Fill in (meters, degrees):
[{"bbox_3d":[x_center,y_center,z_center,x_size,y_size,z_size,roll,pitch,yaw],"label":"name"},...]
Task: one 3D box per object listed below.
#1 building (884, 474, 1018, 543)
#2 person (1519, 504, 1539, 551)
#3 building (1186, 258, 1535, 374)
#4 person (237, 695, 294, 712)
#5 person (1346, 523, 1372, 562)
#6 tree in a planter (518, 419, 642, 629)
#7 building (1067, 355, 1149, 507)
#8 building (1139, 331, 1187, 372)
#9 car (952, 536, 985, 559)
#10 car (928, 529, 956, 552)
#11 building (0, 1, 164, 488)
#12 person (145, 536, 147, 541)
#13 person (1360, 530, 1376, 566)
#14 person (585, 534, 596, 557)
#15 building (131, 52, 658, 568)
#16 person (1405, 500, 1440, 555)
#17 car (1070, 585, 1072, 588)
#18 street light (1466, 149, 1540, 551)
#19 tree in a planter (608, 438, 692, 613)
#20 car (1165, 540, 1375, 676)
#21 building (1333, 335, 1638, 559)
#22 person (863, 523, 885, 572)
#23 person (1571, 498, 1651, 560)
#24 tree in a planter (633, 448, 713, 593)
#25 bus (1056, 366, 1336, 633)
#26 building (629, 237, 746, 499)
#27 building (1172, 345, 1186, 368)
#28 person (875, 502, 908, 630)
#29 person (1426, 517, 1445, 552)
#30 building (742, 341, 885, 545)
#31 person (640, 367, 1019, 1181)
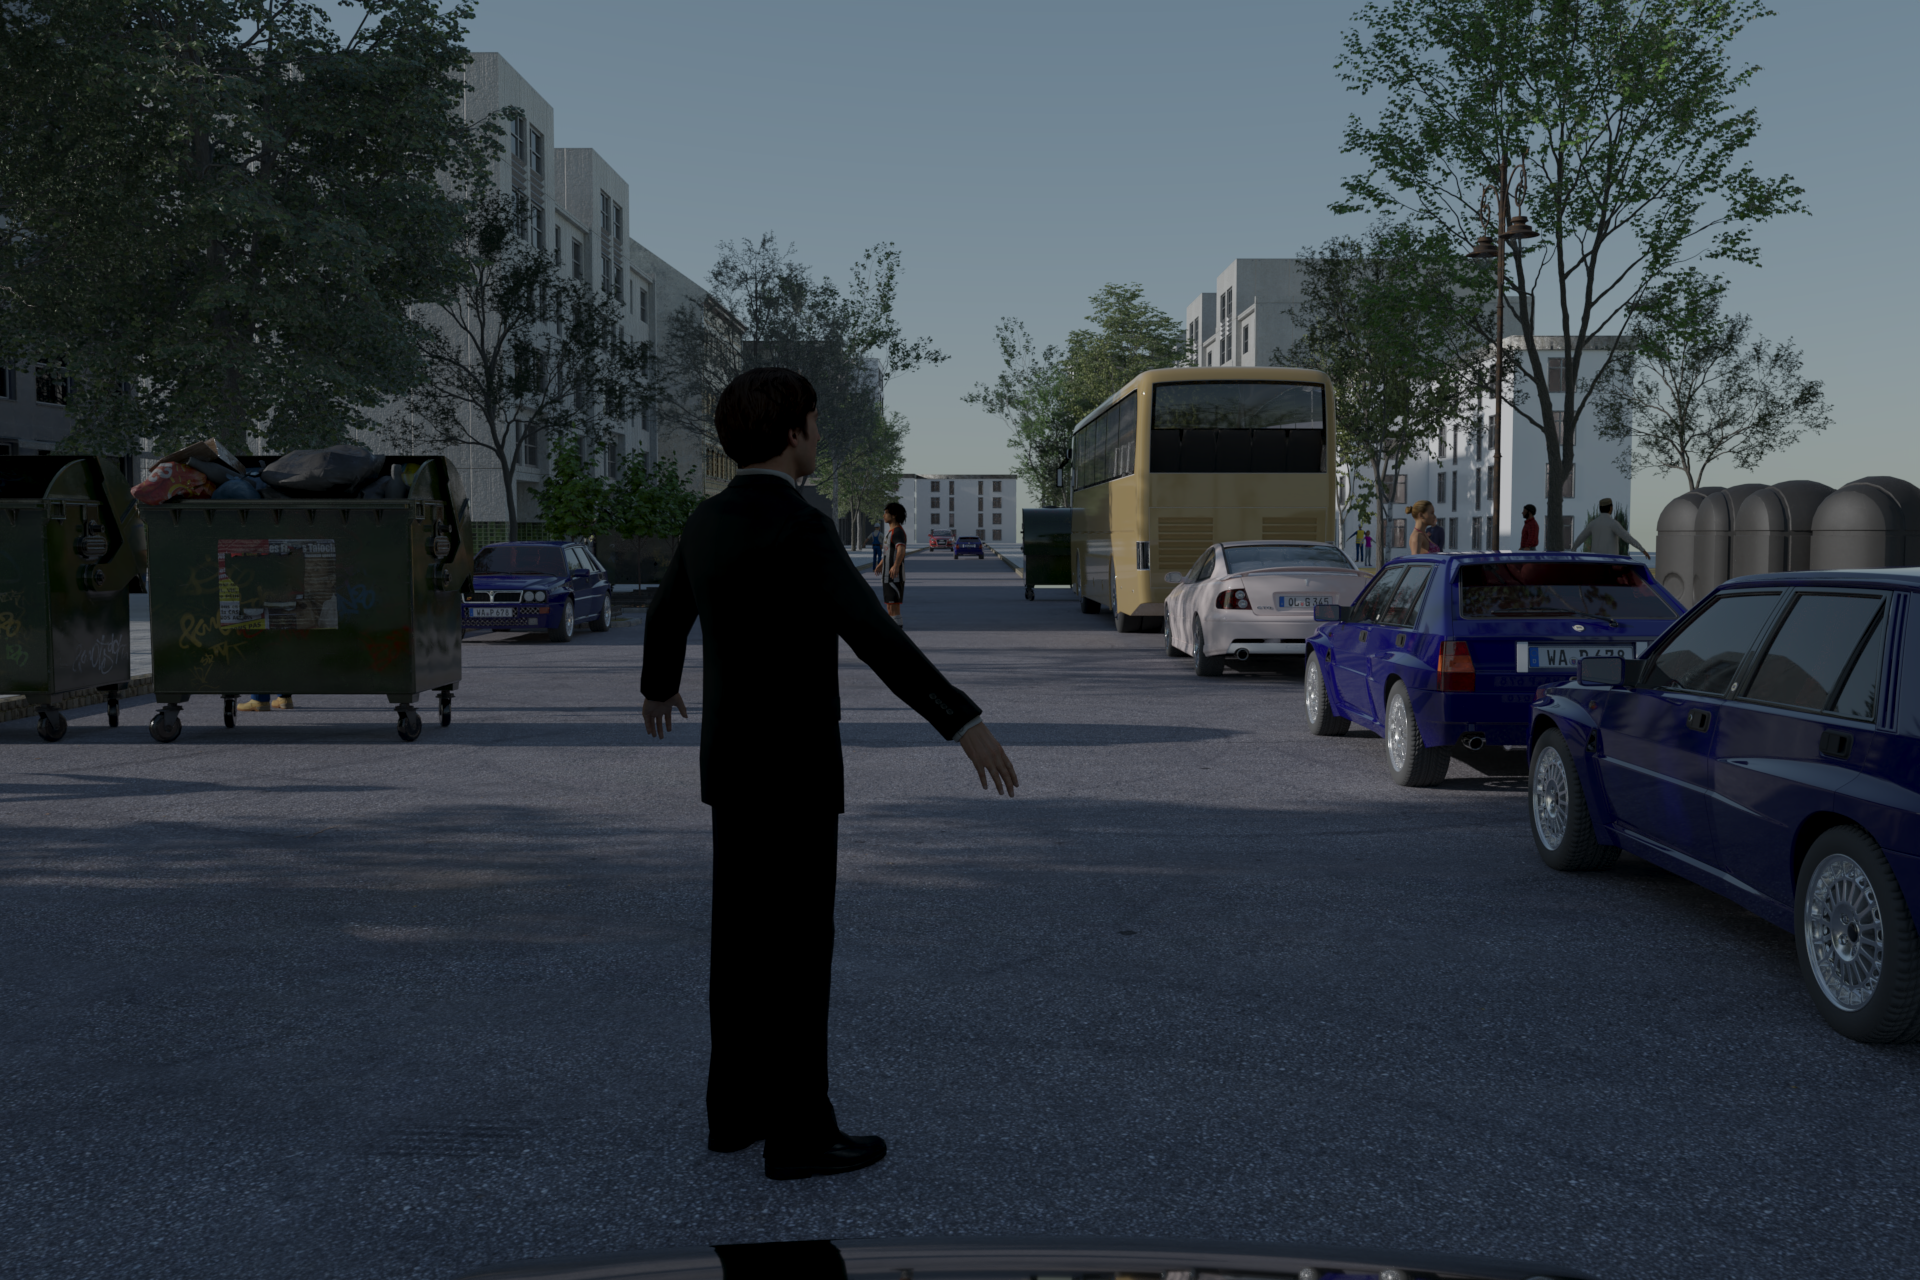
[{"bbox_3d":[-6.085,-18.087,240.329,28.070,9.664,9.099,0,4,2],"label":"building"},{"bbox_3d":[10.110,-1.515,30.874,0.704,1.816,1.345,1,4,14],"label":"person"},{"bbox_3d":[26.060,-15.495,119.809,16.747,18.905,31.486,0,3,0],"label":"building"},{"bbox_3d":[-5.651,-0.354,14.106,0.705,1.847,1.347,2,4,29],"label":"person"},{"bbox_3d":[18.372,-4.478,79.679,1.216,1.772,0.721,0,4,-6],"label":"person"},{"bbox_3d":[-6.081,-1.829,27.128,1.991,3.239,1.994,0,4,0],"label":"tree in a planter"},{"bbox_3d":[27.004,-22.653,214.354,27.936,21.610,32.646,0,4,0],"label":"building"},{"bbox_3d":[24.520,-21.851,188.196,19.493,23.208,18.063,0,4,0],"label":"building"},{"bbox_3d":[0.491,-5.302,99.270,1.945,1.354,3.894,0,4,-1],"label":"car"},{"bbox_3d":[-1.467,-8.159,142.073,2.281,1.827,5.304,0,3,0],"label":"car"},{"bbox_3d":[-27.369,-13.291,35.717,11.959,24.771,22.079,0,4,1],"label":"building"},{"bbox_3d":[-18.306,-2.005,39.543,0.721,1.744,1.215,2,4,24],"label":"person"},{"bbox_3d":[16.311,-3.656,69.035,0.991,1.433,0.599,-2,4,-27],"label":"person"},{"bbox_3d":[-11.057,-2.878,52.840,0.705,1.856,1.354,2,4,27],"label":"person"},{"bbox_3d":[-25.165,-13.044,79.725,16.747,18.905,31.486,0,4,0],"label":"building"},{"bbox_3d":[4.204,-0.378,15.433,0.721,1.733,1.217,1,4,21],"label":"person"},{"bbox_3d":[3.763,-1.967,44.747,1.945,1.354,3.894,0,4,0],"label":"car"},{"bbox_3d":[6.635,-2.969,21.331,0.468,5.910,1.993,0,4,1],"label":"street light"},{"bbox_3d":[-6.011,-2.150,32.378,1.991,3.239,1.994,0,3,0],"label":"tree in a planter"},{"bbox_3d":[3.321,-0.394,18.806,2.083,1.381,4.827,0,4,1],"label":"car"},{"bbox_3d":[24.319,-8.882,87.376,9.099,9.664,28.070,0,4,1],"label":"building"},{"bbox_3d":[-3.103,-3.481,65.235,1.347,1.847,0.705,2,4,24],"label":"person"},{"bbox_3d":[9.640,-1.208,25.839,0.704,1.819,1.344,-2,4,-35],"label":"person"},{"bbox_3d":[-6.024,-2.389,36.278,1.991,3.239,1.994,0,3,0],"label":"tree in a planter"},{"bbox_3d":[3.417,-2.226,27.947,2.896,3.916,12.252,0,4,-1],"label":"bus"},{"bbox_3d":[-25.325,-17.574,118.264,19.493,23.208,18.063,0,4,1],"label":"building"},{"bbox_3d":[26.177,-19.395,173.535,16.016,20.090,11.380,0,4,0],"label":"building"},{"bbox_3d":[-0.842,-0.779,21.330,0.704,1.843,1.345,-1,4,-11],"label":"person"},{"bbox_3d":[10.379,-1.898,37.994,0.530,1.710,0.541,-2,4,-25],"label":"person"},{"bbox_3d":[-23.431,-21.728,199.226,27.936,21.610,32.646,0,4,0],"label":"building"},{"bbox_3d":[-0.404,0.286,3.970,0.705,1.806,1.347,-3,5,-41],"label":"person"}]
